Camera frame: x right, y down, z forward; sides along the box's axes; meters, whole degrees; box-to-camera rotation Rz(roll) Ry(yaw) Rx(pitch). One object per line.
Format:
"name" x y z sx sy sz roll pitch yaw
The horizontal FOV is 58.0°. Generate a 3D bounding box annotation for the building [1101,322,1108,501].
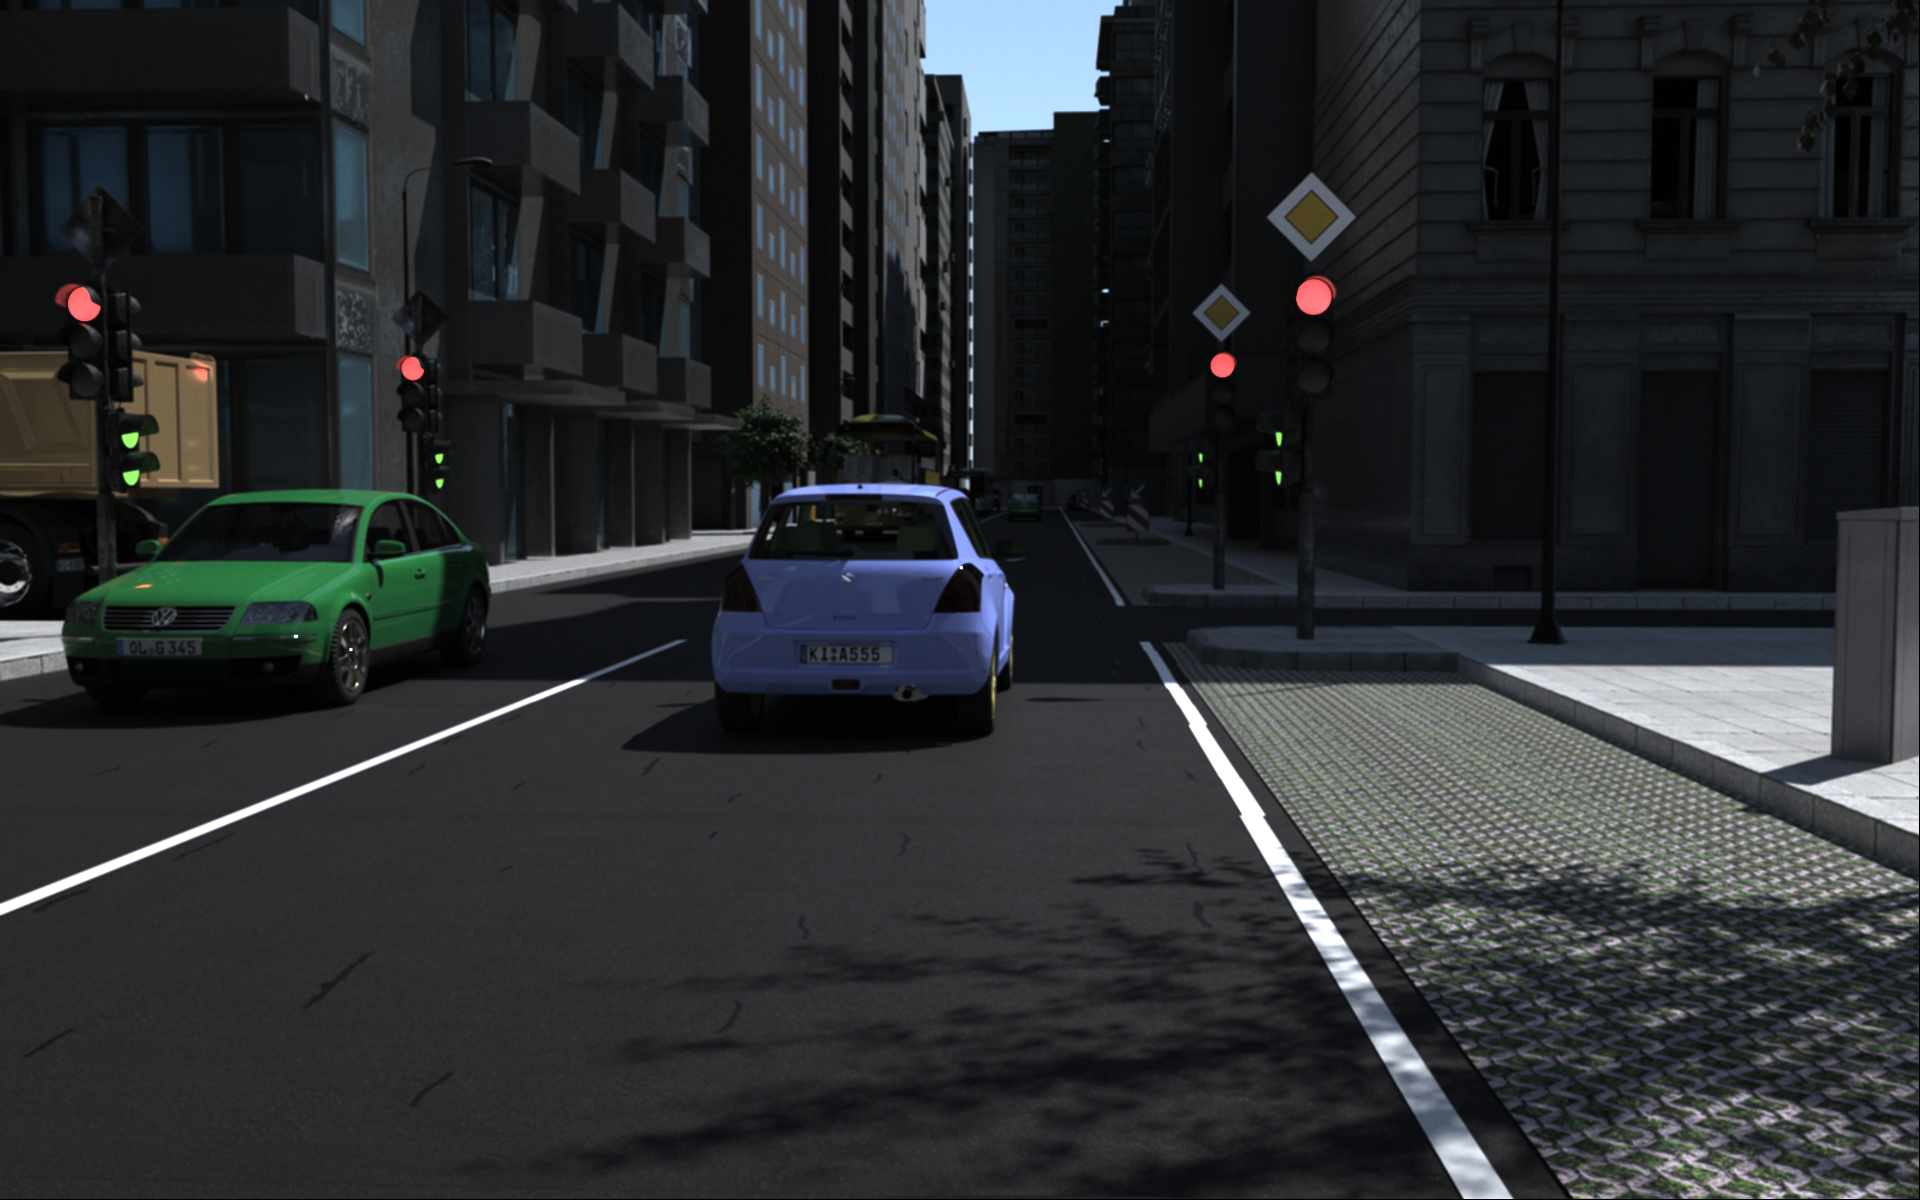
"building" 30.524 -21.407 195.050 28.899 21.520 27.650 0 4 3

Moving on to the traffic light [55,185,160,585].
"traffic light" -7.802 -1.644 15.800 0.839 4.253 0.868 0 4 3

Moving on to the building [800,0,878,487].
"building" -11.994 -19.504 90.592 14.160 30.474 14.107 0 4 3

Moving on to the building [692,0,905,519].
"building" -10.889 -27.869 105.764 14.600 45.320 14.200 0 4 3

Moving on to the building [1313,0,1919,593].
"building" 15.025 -10.836 26.322 18.267 20.994 9.793 0 4 3

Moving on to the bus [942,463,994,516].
"bus" 0.717 -7.567 118.581 2.948 3.499 13.247 0 4 4

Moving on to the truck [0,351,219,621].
"truck" -14.015 -1.499 20.433 9.791 3.379 3.469 0 4 5

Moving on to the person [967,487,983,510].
"person" 0.763 -5.698 101.299 1.348 1.869 0.705 -3 4 -36

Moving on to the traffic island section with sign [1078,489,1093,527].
"traffic island section with sign" 6.286 -4.109 75.804 1.989 1.847 2.006 0 4 3

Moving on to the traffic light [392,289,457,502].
"traffic light" -7.381 -2.132 23.774 0.839 4.253 0.868 0 4 3

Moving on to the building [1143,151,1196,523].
"building" 15.867 -15.963 80.087 14.460 24.649 34.723 0 4 3

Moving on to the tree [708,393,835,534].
"tree" -6.460 -4.446 56.399 4.285 4.588 4.351 0 3 0

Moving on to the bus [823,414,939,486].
"bus" -2.298 -4.004 57.009 2.896 3.916 12.252 0 4 3

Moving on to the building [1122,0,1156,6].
"building" 23.371 -31.125 128.502 23.786 49.044 30.456 0 4 3

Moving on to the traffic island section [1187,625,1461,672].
"traffic island section" 3.084 0.423 15.357 2.009 0.180 2.903 0 4 3

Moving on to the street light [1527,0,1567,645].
"street light" 4.527 -2.585 14.799 1.470 5.913 1.316 0 4 3

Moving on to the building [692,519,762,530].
"building" -13.894 -25.565 68.096 14.600 45.320 14.200 0 4 3

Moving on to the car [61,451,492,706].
"car" -4.955 -0.265 13.127 1.959 1.807 4.718 0 4 1

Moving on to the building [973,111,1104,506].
"building" 8.444 -30.902 188.849 14.086 41.232 14.154 0 4 3

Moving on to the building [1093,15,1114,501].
"building" 23.447 -30.817 158.481 22.147 44.769 28.867 0 4 3

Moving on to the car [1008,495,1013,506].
"car" 4.633 -7.372 132.893 2.083 1.381 4.827 0 4 2

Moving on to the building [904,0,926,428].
"building" -16.618 -32.871 126.675 28.713 52.752 27.495 0 4 3

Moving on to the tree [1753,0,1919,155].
"tree" 4.744 -3.471 7.106 4.360 8.622 3.978 0 3 0

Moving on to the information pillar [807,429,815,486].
"information pillar" -5.312 -4.319 61.974 0.183 3.616 0.504 1 4 23

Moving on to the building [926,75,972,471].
"building" -9.739 -34.835 193.255 21.600 48.544 21.300 0 4 3

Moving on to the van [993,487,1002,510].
"van" 2.691 -9.285 156.191 2.240 2.365 5.245 0 4 2

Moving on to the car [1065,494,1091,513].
"car" 9.158 -7.616 134.311 2.009 1.686 4.222 0 4 2

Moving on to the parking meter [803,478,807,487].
"parking meter" -5.563 -3.557 63.866 0.399 1.863 0.255 -1 4 -15

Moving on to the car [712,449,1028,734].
"car" -0.523 -0.129 11.695 1.945 1.707 3.694 0 4 4

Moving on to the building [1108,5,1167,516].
"building" 16.166 -20.471 106.398 14.160 30.474 14.107 0 4 3

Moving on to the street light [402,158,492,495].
"street light" -7.157 -3.155 24.118 1.470 5.913 1.316 0 4 3

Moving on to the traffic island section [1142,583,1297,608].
"traffic island section" 3.505 -0.064 23.332 2.009 0.180 2.903 0 4 3

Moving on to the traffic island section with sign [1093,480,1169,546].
"traffic island section with sign" 4.860 -2.460 48.841 1.989 1.847 2.006 0 4 3

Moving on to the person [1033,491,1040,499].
"person" 6.705 -8.960 155.710 1.217 1.736 0.721 2 4 27

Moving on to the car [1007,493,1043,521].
"car" 3.458 -5.104 92.251 1.959 1.807 4.718 0 4 2

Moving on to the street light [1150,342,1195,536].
"street light" 6.508 -4.930 53.151 1.470 5.913 1.316 0 4 3

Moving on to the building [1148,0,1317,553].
"building" 13.219 -13.993 47.851 14.314 24.678 30.058 0 4 3

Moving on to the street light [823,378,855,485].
"street light" -4.900 -5.916 69.271 1.470 5.913 1.316 0 4 3

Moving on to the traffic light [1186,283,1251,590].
"traffic light" 3.466 -2.098 23.220 0.839 4.253 0.868 0 4 3

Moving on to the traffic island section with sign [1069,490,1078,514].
"traffic island section with sign" 8.878 -7.117 124.982 1.989 1.847 2.006 0 4 3

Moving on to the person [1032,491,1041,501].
"person" 6.803 -8.816 153.446 0.742 1.727 0.445 -1 4 -22

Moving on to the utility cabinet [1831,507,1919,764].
"utility cabinet" 4.687 0.154 8.638 1.020 1.237 0.306 -3 5 -44

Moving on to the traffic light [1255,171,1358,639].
"traffic light" 3.045 -1.610 15.246 0.839 4.253 0.868 0 4 3

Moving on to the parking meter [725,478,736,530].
"parking meter" -8.136 -3.408 61.427 0.255 1.863 0.399 2 4 27

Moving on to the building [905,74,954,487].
"building" -12.805 -28.586 159.262 23.993 40.220 32.217 0 4 3

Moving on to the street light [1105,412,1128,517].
"street light" 8.858 -7.646 97.554 1.470 5.913 1.316 0 4 3

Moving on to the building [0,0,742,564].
"building" -18.218 -25.583 37.896 23.786 49.044 30.456 0 4 3
